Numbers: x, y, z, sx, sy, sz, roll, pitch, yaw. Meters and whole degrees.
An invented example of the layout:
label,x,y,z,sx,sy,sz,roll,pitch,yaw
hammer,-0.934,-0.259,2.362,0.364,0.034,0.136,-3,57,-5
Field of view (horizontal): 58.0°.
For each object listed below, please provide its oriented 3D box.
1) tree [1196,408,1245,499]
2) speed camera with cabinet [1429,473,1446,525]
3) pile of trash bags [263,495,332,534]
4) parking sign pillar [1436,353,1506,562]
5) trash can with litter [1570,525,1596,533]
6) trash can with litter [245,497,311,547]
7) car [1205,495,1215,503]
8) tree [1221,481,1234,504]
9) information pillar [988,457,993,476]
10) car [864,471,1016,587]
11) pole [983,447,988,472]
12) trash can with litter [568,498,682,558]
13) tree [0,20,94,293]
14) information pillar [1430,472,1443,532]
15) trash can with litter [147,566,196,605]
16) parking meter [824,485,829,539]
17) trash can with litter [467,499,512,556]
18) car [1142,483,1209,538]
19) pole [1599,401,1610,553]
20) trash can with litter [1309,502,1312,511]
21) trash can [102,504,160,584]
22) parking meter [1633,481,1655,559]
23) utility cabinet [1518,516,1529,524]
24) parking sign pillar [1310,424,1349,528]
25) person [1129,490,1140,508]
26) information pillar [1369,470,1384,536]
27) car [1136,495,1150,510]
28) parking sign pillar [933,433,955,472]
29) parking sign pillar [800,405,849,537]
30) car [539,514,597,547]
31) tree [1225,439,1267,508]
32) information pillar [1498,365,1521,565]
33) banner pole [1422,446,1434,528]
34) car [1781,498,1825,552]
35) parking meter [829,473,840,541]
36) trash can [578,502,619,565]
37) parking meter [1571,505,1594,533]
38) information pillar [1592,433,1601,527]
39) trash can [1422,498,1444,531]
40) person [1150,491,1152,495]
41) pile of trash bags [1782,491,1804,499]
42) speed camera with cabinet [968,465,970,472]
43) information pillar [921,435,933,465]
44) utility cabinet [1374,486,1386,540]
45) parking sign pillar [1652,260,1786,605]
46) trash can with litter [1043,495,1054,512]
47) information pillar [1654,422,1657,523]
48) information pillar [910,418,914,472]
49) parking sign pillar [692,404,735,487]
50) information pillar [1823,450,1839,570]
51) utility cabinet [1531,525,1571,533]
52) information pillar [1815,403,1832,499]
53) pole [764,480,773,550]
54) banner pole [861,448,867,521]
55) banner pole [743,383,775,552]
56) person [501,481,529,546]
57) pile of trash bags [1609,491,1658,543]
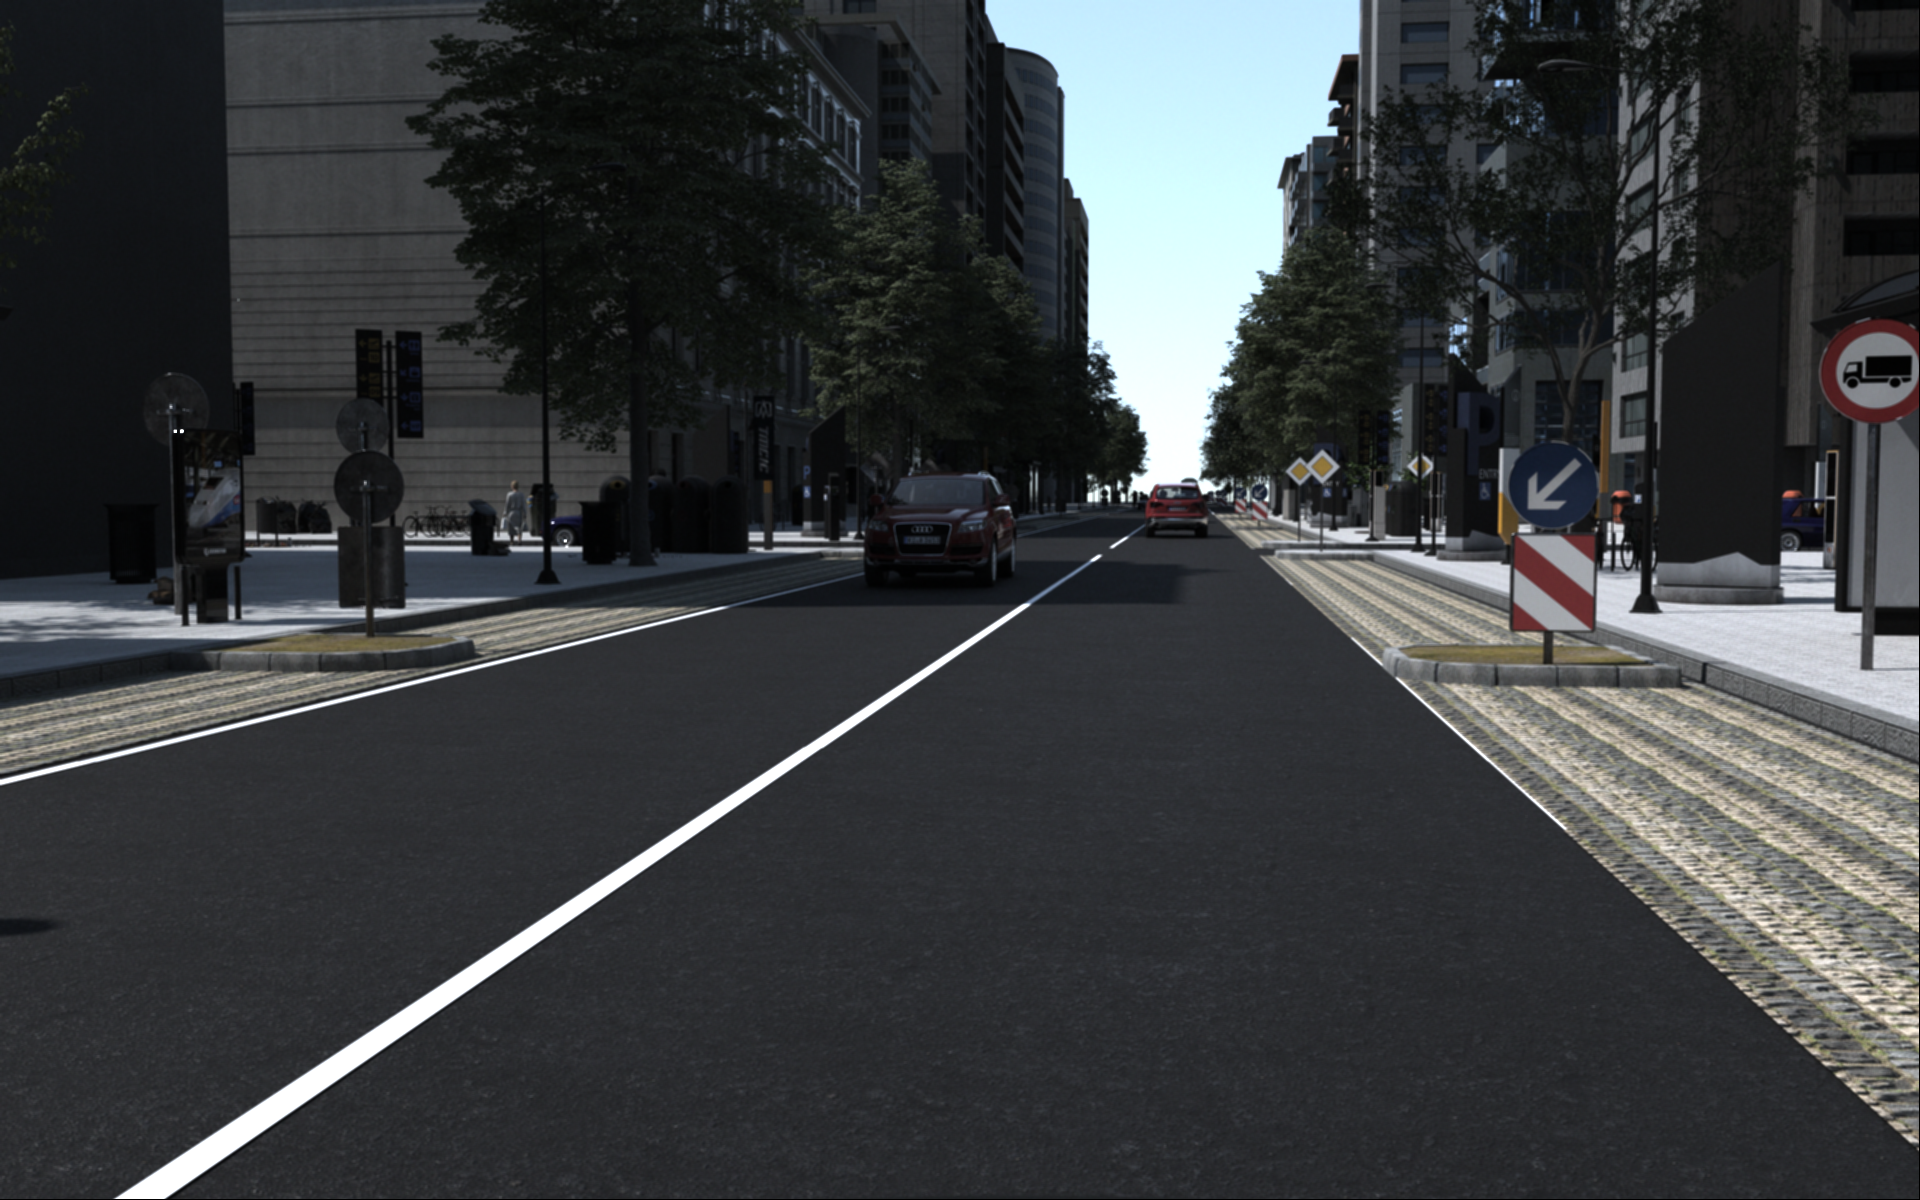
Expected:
label,x,y,z,sx,sy,sz,roll,pitch,yaw
tree,30.393,-16.799,185.027,12.009,13.543,11.850,0,3,0
speed camera with cabinet,20.045,-4.782,72.527,0.660,3.252,2.038,1,4,20
pile of trash bags,-22.179,-2.830,56.028,3.447,1.369,1.912,-2,4,-26
parking sign pillar,9.987,-2.752,33.471,1.447,3.967,1.447,-3,4,-36
trash can with litter,18.118,-2.394,50.537,1.055,1.170,0.624,0,4,2
trash can with litter,-17.143,-1.901,42.133,2.233,1.210,1.678,1,4,12
car,38.875,-15.922,270.110,2.009,1.686,4.222,0,4,7
tree,38.976,-15.801,252.942,1.663,3.219,1.824,0,3,0
information pillar,1.636,-6.439,96.632,0.504,3.616,0.183,0,4,6
car,-0.249,-1.216,28.553,2.281,1.827,5.304,0,4,7
pole,1.101,-4.945,74.687,0.158,3.312,0.155,0,3,0
trash can with litter,-6.902,-1.471,35.109,2.233,1.210,1.678,2,4,27
tree,-12.470,-4.232,19.558,4.737,8.622,4.395,0,3,0
information pillar,16.089,-3.303,58.495,0.304,2.012,0.304,3,4,37
trash can with litter,-9.057,-0.556,20.473,0.624,1.170,1.055,1,4,14
parking meter,-3.728,-2.538,49.914,0.372,1.533,0.369,0,3,0
trash can with litter,-9.801,-1.519,36.222,1.055,1.170,0.624,2,4,35
car,7.262,-3.038,58.339,2.281,1.827,5.304,0,4,6
pole,14.090,-2.693,37.877,0.158,3.312,0.155,0,3,0
trash can with litter,14.637,-3.566,69.688,1.055,1.170,0.624,0,4,-5
trash can,-11.875,-0.807,24.852,0.748,1.137,0.748,0,3,0
parking meter,13.450,-1.569,34.072,0.372,1.533,0.369,0,3,0
utility cabinet,23.697,-3.922,72.797,1.173,1.500,0.318,-1,4,-22
parking sign pillar,14.078,-4.735,65.896,1.447,3.967,1.447,3,5,43
person,18.062,-10.456,179.425,1.348,1.831,0.705,2,4,32
information pillar,12.689,-2.953,52.780,0.304,2.012,0.304,-1,4,-15
car,17.195,-8.957,159.025,1.945,1.354,3.894,0,4,7
parking sign pillar,-0.599,-5.248,74.272,1.447,3.967,1.447,1,4,21
parking sign pillar,-4.065,-3.879,51.890,1.447,3.967,1.447,-3,5,-41
car,-8.893,-1.996,45.212,3.894,1.354,1.945,0,4,7
tree,26.879,-12.931,161.777,4.737,8.622,4.395,0,3,0
information pillar,9.979,-2.451,31.425,0.504,3.616,0.183,-2,4,-35
banner pole,17.659,-4.581,64.917,0.401,3.779,0.863,-1,4,-13
car,20.731,-1.738,41.003,3.894,1.354,1.945,1,4,8
parking meter,-3.437,-2.543,47.292,0.255,1.863,0.399,-1,4,-13
trash can,-6.611,-1.227,31.722,0.748,1.137,0.748,0,3,0
parking meter,11.961,-1.684,33.252,0.399,1.863,0.255,1,4,17
information pillar,24.594,-4.614,66.801,0.504,3.616,0.183,0,4,-8
trash can,16.653,-3.021,61.045,0.748,1.137,0.748,0,3,0
person,29.873,-16.041,270.398,0.705,1.869,1.348,2,4,24
pile of trash bags,23.204,-2.252,46.566,3.447,1.369,1.912,-2,4,-34
speed camera with cabinet,0.203,-7.585,118.357,0.660,3.252,2.038,-1,4,-20
information pillar,-1.277,-4.562,65.942,0.504,3.616,0.183,0,4,-6
utility cabinet,11.714,-2.422,48.277,0.318,1.500,1.173,1,4,13
parking sign pillar,9.044,-1.963,20.571,1.447,3.967,1.447,3,4,39
trash can with litter,6.387,-6.751,121.430,1.678,1.210,2.233,1,4,8
information pillar,22.532,-3.983,56.473,0.183,3.616,0.504,-1,4,-11
information pillar,-1.496,-3.820,53.806,0.183,3.616,0.504,0,4,3
parking sign pillar,-7.460,-3.917,52.518,1.447,3.967,1.447,2,4,28
information pillar,14.873,-1.519,29.330,0.304,2.012,0.304,-1,4,-9
utility cabinet,16.281,-2.236,47.718,1.020,1.237,0.306,1,4,23
information pillar,22.237,-3.259,44.635,0.504,3.616,0.183,-2,4,-26
pole,-4.384,-2.796,39.561,0.158,3.312,0.155,0,3,0
banner pole,-4.559,-5.661,82.580,0.401,3.779,0.863,1,4,14
banner pole,-4.544,-2.981,38.751,0.863,3.779,0.401,0,4,-2
person,-11.600,-2.215,45.076,0.694,1.780,0.624,-1,4,-10
pile of trash bags,18.456,-2.231,46.226,1.912,1.369,3.447,-1,4,-13
